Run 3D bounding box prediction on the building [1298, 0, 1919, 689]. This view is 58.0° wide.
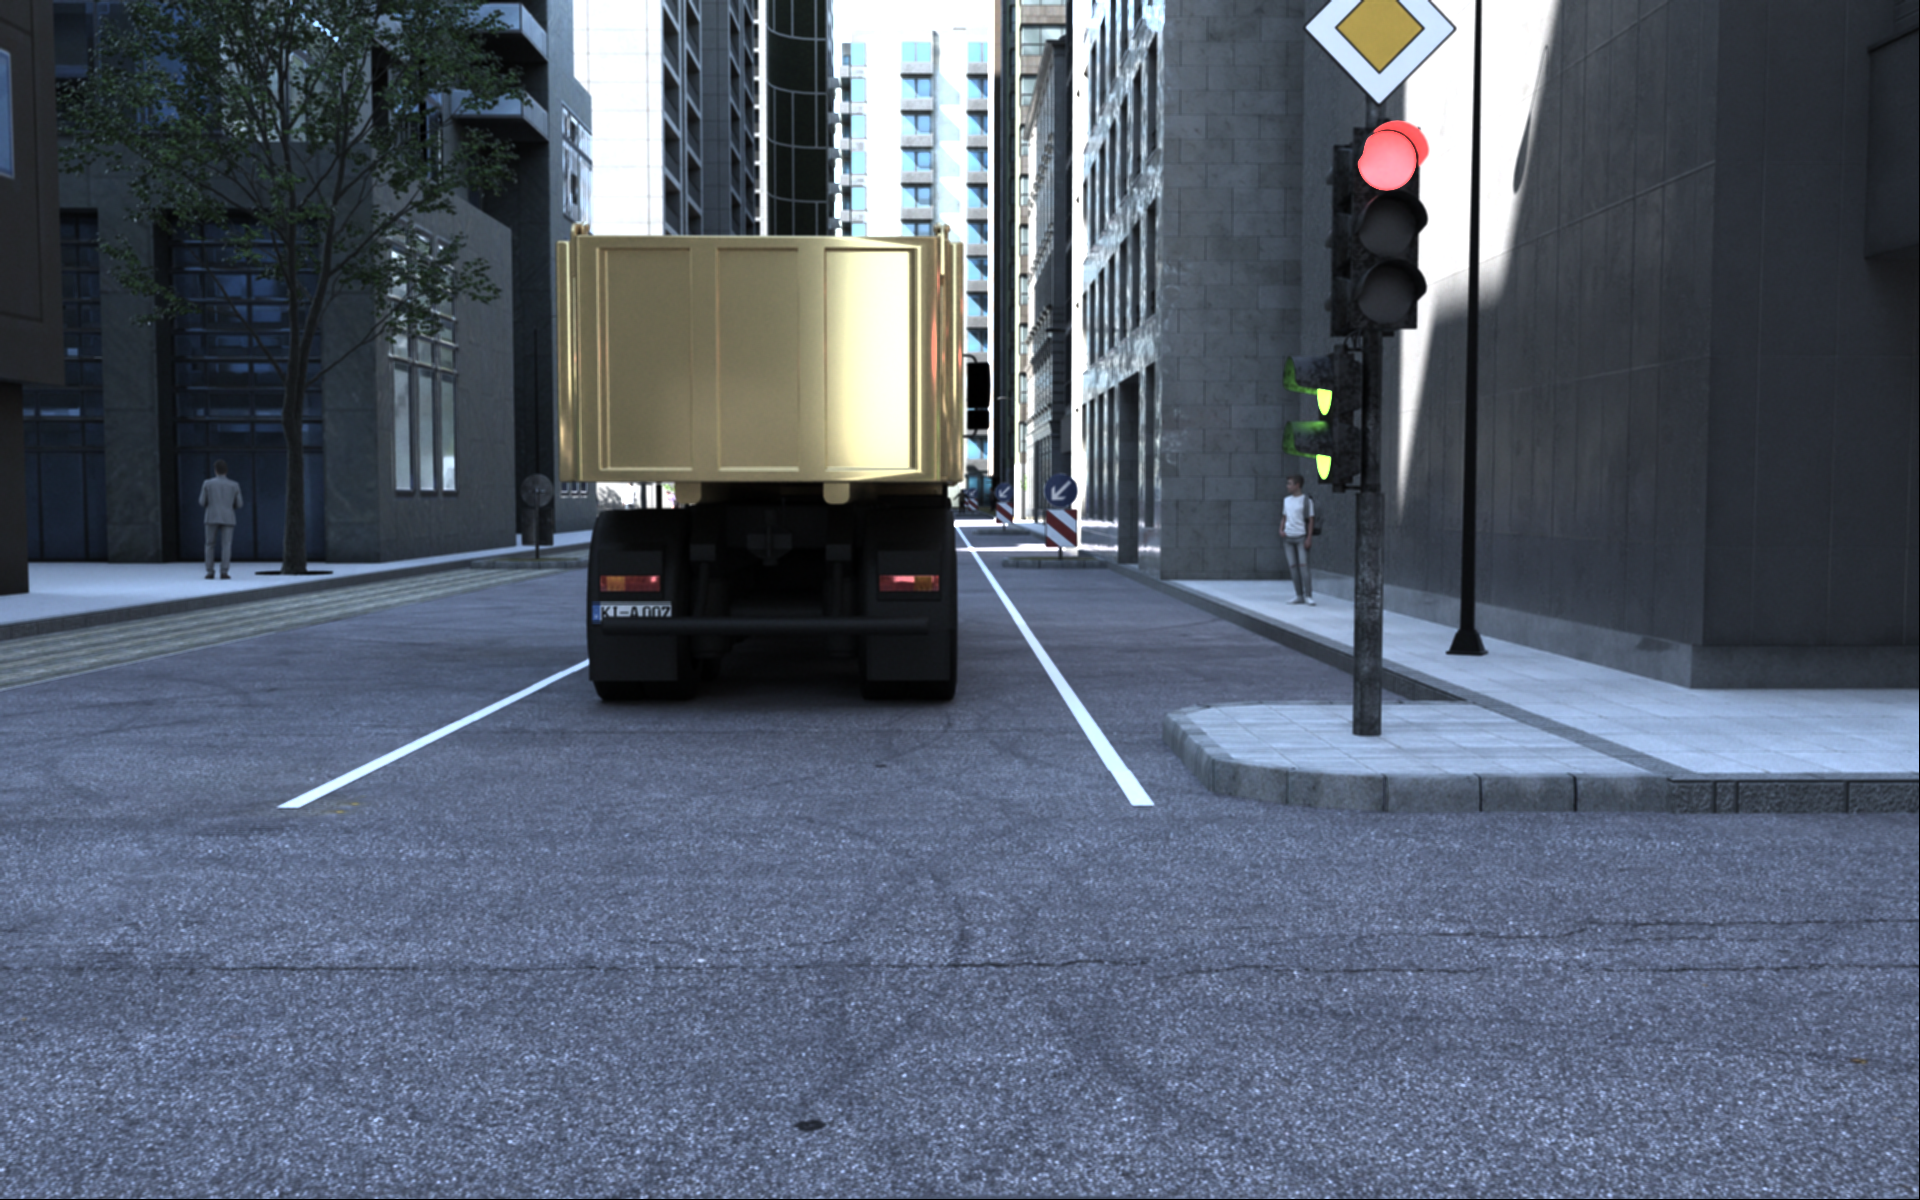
[{"bbox_3d":[19.635,-12.056,16.181,30.058,24.678,14.314,0,4,-1],"label":"building"}]

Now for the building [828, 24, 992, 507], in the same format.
[{"bbox_3d":[1.956,-34.237,179.390,30.456,49.044,23.786,0,4,-1],"label":"building"}]

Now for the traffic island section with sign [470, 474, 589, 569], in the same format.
[{"bbox_3d":[-8.293,-1.534,33.703,1.989,1.847,2.006,0,4,-1],"label":"traffic island section with sign"}]

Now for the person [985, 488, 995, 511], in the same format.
[{"bbox_3d":[2.201,-7.516,129.452,0.750,1.759,0.617,0,4,-8],"label":"person"}]

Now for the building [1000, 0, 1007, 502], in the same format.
[{"bbox_3d":[13.593,-36.038,131.225,21.231,58.520,28.212,0,4,-1],"label":"building"}]

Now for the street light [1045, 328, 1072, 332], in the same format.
[{"bbox_3d":[3.068,-4.646,48.502,1.470,5.913,1.316,0,4,-1],"label":"street light"}]

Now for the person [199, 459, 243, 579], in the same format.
[{"bbox_3d":[-11.204,-1.222,26.226,0.606,1.804,0.583,-2,4,-32],"label":"person"}]

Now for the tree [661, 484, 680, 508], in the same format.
[{"bbox_3d":[-12.232,-4.991,76.204,1.663,3.219,1.824,0,3,0],"label":"tree"}]

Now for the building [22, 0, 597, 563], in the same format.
[{"bbox_3d":[-22.137,-44.776,44.763,22.319,86.520,31.000,0,4,-1],"label":"building"}]

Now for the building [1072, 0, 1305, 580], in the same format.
[{"bbox_3d":[8.056,-10.944,33.683,10.420,20.320,16.860,0,4,-1],"label":"building"}]

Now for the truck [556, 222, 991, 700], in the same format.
[{"bbox_3d":[-1.331,-1.207,15.661,3.469,3.379,9.791,0,4,-1],"label":"truck"}]

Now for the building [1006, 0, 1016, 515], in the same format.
[{"bbox_3d":[9.885,-26.089,110.148,14.154,41.232,14.086,0,4,-1],"label":"building"}]

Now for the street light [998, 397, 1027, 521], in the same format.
[{"bbox_3d":[2.507,-6.766,83.166,1.470,5.913,1.316,0,4,-1],"label":"street light"}]

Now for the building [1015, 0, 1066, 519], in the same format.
[{"bbox_3d":[9.979,-19.815,95.680,14.160,30.474,14.107,0,4,-1],"label":"building"}]

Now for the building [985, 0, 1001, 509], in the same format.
[{"bbox_3d":[9.623,-30.746,152.812,14.600,45.320,14.200,0,4,-1],"label":"building"}]

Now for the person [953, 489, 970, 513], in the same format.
[{"bbox_3d":[0.138,-7.414,129.815,1.348,1.812,0.705,0,4,-4],"label":"person"}]

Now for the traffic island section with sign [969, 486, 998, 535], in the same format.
[{"bbox_3d":[1.430,-3.215,61.191,1.989,1.847,2.006,0,4,-1],"label":"traffic island section with sign"}]

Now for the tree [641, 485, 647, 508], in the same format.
[{"bbox_3d":[-12.127,-8.114,67.073,8.767,10.594,7.601,1,4,12],"label":"tree"}]

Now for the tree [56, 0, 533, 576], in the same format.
[{"bbox_3d":[-10.491,-6.208,27.262,9.928,11.665,9.643,0,3,0],"label":"tree"}]

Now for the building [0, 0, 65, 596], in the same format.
[{"bbox_3d":[-18.551,-22.277,14.345,14.600,45.320,14.200,0,4,-1],"label":"building"}]

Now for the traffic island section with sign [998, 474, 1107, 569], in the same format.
[{"bbox_3d":[1.833,-1.566,34.239,1.989,1.847,2.006,0,4,-1],"label":"traffic island section with sign"}]

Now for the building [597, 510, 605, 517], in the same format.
[{"bbox_3d":[-22.093,-41.337,114.114,20.563,71.187,20.611,0,4,-1],"label":"building"}]

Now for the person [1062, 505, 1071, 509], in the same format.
[{"bbox_3d":[3.350,-2.912,53.851,0.583,1.804,0.606,0,4,6],"label":"person"}]

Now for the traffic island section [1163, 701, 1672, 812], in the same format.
[{"bbox_3d":[2.194,0.797,9.246,2.009,0.180,2.903,0,4,-1],"label":"traffic island section"}]

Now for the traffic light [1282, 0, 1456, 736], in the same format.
[{"bbox_3d":[2.153,-1.236,9.131,0.839,4.253,0.868,0,4,-1],"label":"traffic light"}]

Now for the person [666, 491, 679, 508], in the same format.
[{"bbox_3d":[-14.118,-4.644,85.209,0.697,1.427,0.421,0,4,-5],"label":"person"}]

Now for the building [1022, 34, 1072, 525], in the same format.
[{"bbox_3d":[8.024,-13.840,75.437,9.793,20.994,18.267,0,4,-1],"label":"building"}]

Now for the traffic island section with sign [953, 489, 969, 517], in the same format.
[{"bbox_3d":[0.703,-6.261,110.989,1.989,1.847,2.006,0,4,-1],"label":"traffic island section with sign"}]

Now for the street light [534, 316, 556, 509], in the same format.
[{"bbox_3d":[-10.294,-4.393,44.360,1.470,5.913,1.316,0,4,-1],"label":"street light"}]

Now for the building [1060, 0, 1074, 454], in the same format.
[{"bbox_3d":[11.097,-15.943,54.172,14.314,27.812,24.014,0,4,-1],"label":"building"}]

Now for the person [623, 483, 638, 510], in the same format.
[{"bbox_3d":[-14.259,-4.225,74.965,0.661,1.843,0.795,-1,4,-14],"label":"person"}]

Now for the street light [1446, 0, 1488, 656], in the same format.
[{"bbox_3d":[3.535,-2.520,13.740,1.470,5.913,1.316,0,4,-1],"label":"street light"}]

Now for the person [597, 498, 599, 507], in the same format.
[{"bbox_3d":[-13.796,-3.586,64.549,0.818,1.842,0.514,0,4,-2],"label":"person"}]

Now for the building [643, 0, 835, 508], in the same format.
[{"bbox_3d":[-23.548,-45.155,176.533,20.611,71.187,20.563,0,4,-1],"label":"building"}]

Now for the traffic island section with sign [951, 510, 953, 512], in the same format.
[{"bbox_3d":[0.303,-7.909,137.941,1.989,1.847,2.006,0,4,-1],"label":"traffic island section with sign"}]

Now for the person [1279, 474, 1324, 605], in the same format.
[{"bbox_3d":[3.963,-0.703,20.130,0.503,1.515,0.523,1,4,15],"label":"person"}]

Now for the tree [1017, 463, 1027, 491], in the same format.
[{"bbox_3d":[3.938,-5.681,87.492,1.663,3.219,1.824,0,3,0],"label":"tree"}]
